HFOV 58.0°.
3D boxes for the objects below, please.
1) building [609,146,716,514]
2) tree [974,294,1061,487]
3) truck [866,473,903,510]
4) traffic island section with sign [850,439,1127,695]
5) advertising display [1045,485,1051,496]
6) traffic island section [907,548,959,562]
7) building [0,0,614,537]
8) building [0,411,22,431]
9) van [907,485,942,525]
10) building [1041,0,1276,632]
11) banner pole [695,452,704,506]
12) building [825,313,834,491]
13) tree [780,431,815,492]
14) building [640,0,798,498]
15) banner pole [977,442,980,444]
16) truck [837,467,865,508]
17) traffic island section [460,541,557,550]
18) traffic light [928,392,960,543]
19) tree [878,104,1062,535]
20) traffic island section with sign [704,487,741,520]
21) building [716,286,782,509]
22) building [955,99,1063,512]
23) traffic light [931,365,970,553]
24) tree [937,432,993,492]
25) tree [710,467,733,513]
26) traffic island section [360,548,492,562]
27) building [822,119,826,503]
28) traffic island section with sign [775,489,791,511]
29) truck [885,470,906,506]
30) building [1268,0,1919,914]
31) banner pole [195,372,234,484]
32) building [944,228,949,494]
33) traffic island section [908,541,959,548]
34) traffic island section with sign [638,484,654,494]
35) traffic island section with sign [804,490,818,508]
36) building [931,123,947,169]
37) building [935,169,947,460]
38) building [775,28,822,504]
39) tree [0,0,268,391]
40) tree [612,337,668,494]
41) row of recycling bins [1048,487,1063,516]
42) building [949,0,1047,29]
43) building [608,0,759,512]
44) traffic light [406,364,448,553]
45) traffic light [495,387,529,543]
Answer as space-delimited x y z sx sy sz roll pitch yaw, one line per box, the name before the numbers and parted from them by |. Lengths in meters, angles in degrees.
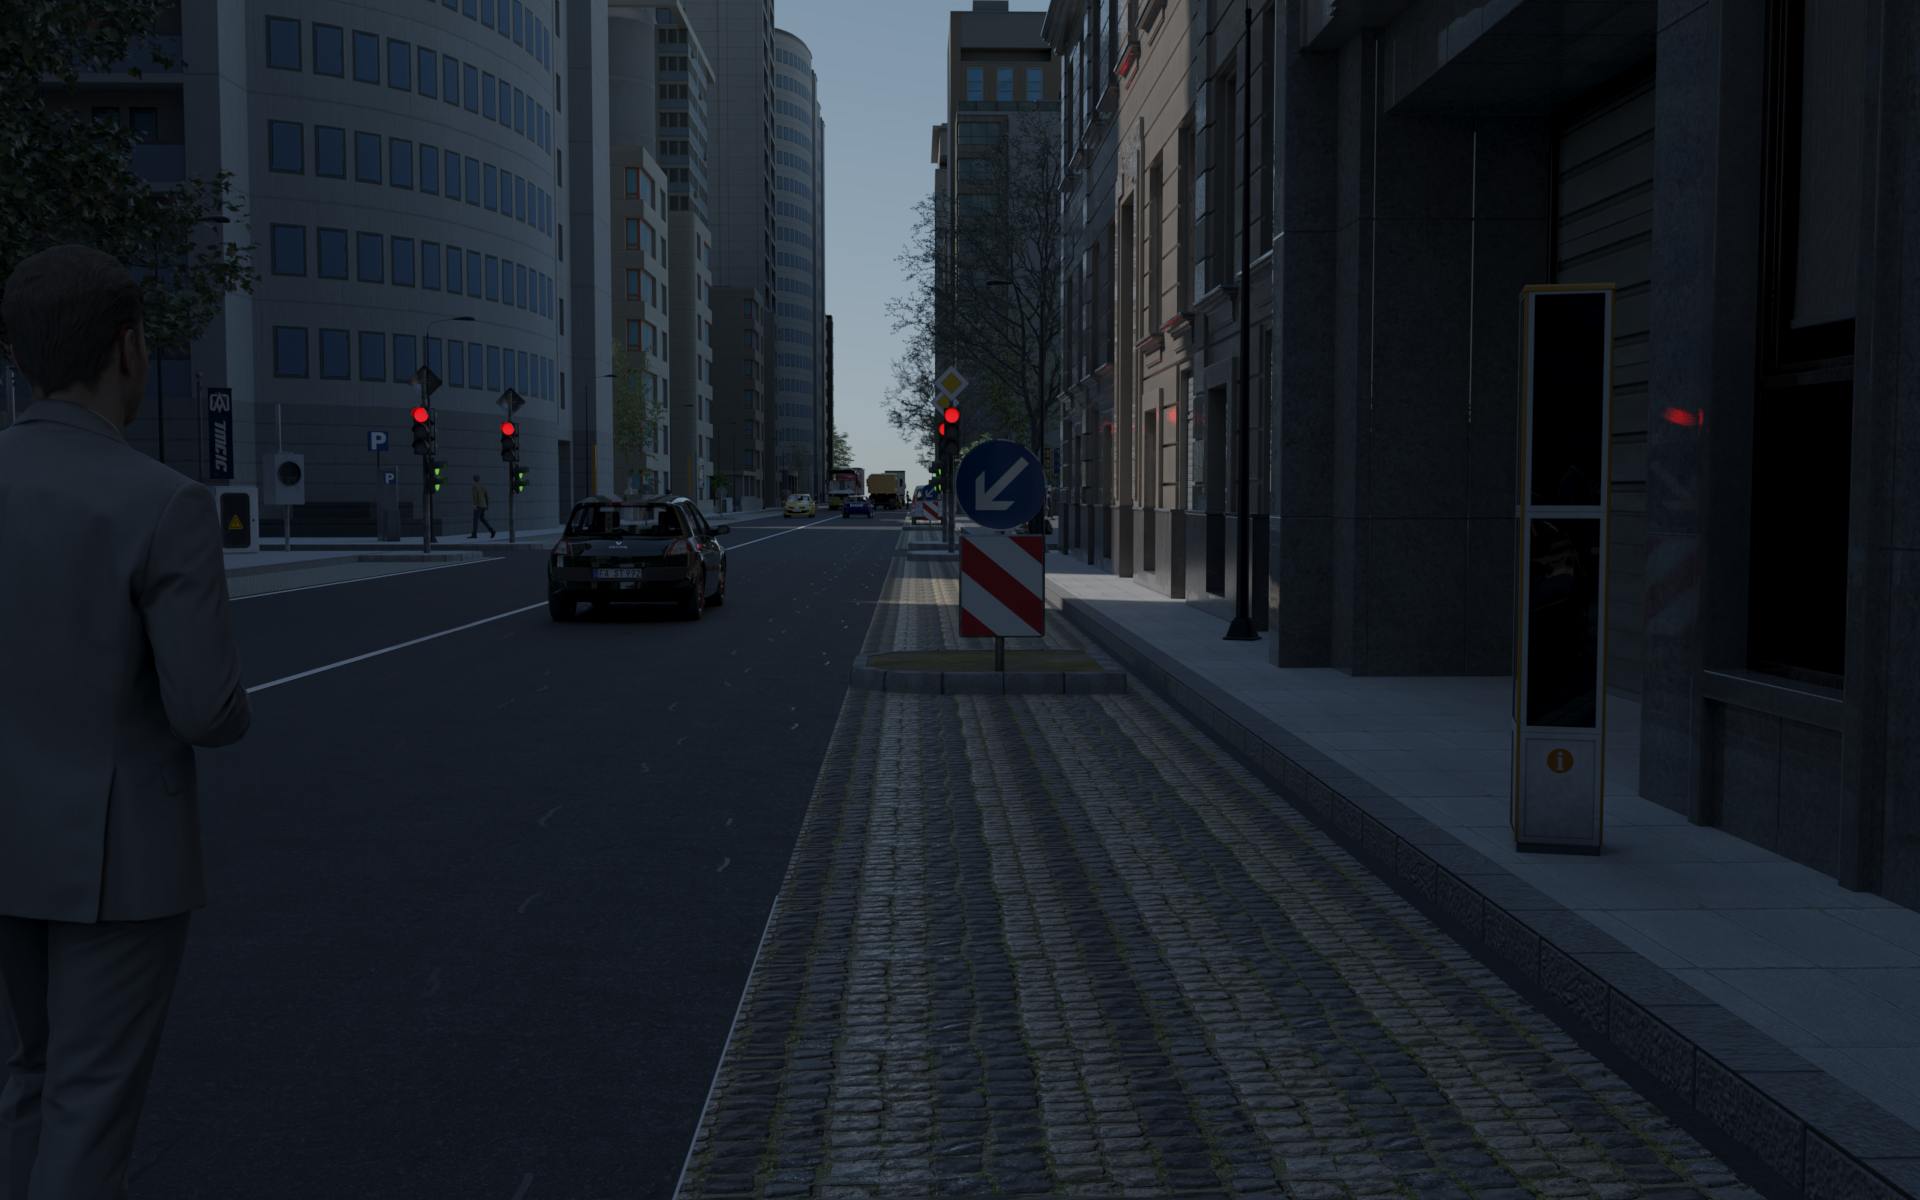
building | -29.923 -15.617 100.379 27.650 21.520 28.899 0 4 -2
tree | 2.255 -6.923 63.556 4.737 8.622 4.395 0 3 0
truck | -7.142 -10.113 161.266 3.469 3.379 9.791 0 4 -1
traffic island section with sign | 0.167 -0.281 13.228 1.989 1.847 2.006 0 4 -2
advertising display | 5.801 -6.802 116.432 0.974 1.923 0.123 1 4 18
traffic island section | -0.162 -0.957 37.933 2.009 0.180 2.903 0 4 -2
building | -25.551 -31.757 61.228 21.231 58.520 28.212 0 4 -2
building | -34.109 -22.764 26.809 28.867 44.769 22.147 0 4 -2
van | -1.465 -4.537 81.199 2.013 2.044 4.112 0 4 -1
building | 8.098 -13.930 25.019 12.463 27.353 25.104 0 4 -2
banner pole | -15.374 -6.857 102.125 0.401 3.779 0.863 3 5 41
building | -26.884 -30.382 268.447 14.160 30.474 14.107 0 4 -2
tree | -18.367 -15.123 197.618 4.360 8.622 3.978 0 3 0
building | -27.794 -45.504 182.243 20.563 71.187 20.611 0 4 -2
banner pole | 1.099 -5.668 82.690 0.863 3.779 0.401 0 4 -7
truck | -11.703 -11.944 184.204 2.839 4.237 11.283 0 4 0
traffic island section | -11.812 -1.427 45.618 2.009 0.180 2.903 0 4 -2
traffic light | -0.414 -3.479 45.801 0.839 4.253 0.868 0 4 -2
tree | 2.423 -8.791 54.097 12.009 13.543 11.850 0 3 0
traffic island section with sign | -13.136 -5.311 95.461 1.989 1.847 2.006 0 4 -2
building | -31.315 -19.185 158.709 27.650 21.520 28.899 0 4 -2
building | 6.611 -21.969 130.893 14.160 30.474 14.107 0 4 -2
traffic light | -0.203 -2.991 37.818 0.839 4.253 0.868 0 4 -2
tree | 1.334 -6.566 91.067 4.285 4.588 4.351 0 3 0
tree | -16.277 -7.546 117.970 1.663 3.219 1.824 0 3 0
traffic island section | -11.600 -0.939 37.636 2.009 0.180 2.903 0 4 -2
building | -30.350 -43.069 246.174 21.231 58.520 28.212 0 4 -2
traffic island section with sign | -14.467 -8.369 145.455 1.989 1.847 2.006 0 4 -2
truck | -7.927 -13.584 211.008 2.839 4.237 11.283 0 4 -2
building | 8.606 -11.291 2.626 12.078 24.808 19.932 0 4 -2
banner pole | -15.426 -2.798 35.772 0.863 3.779 0.401 -2 4 -28
building | 5.205 -25.532 189.156 14.160 30.474 14.107 0 4 -2
traffic island section | -0.374 -1.446 45.916 2.009 0.180 2.903 0 4 -2
traffic island section with sign | -12.423 -3.663 68.515 1.989 1.847 2.006 0 4 -2
traffic island section with sign | -15.185 -10.028 172.590 1.989 1.847 2.006 0 4 -2
building | 10.428 -39.918 241.892 28.713 52.752 27.495 0 4 -2
building | 3.782 -32.822 220.230 14.154 41.232 14.086 0 4 -2
building | -29.141 -41.321 217.600 21.231 58.520 28.212 0 4 -2
tree | -13.446 -6.294 19.921 9.611 12.733 9.660 0 3 0
tree | -15.417 -7.965 80.592 4.737 8.622 4.395 0 3 0
row of recycling bins | 6.225 -5.868 103.053 1.069 1.692 3.534 2 4 32
building | 5.866 -31.148 159.381 14.600 45.320 14.200 0 4 -2
building | -32.195 -26.901 131.709 32.217 40.220 23.993 0 4 -2
traffic light | -11.560 -2.971 37.502 0.839 4.253 0.868 0 4 -2
traffic light | -11.771 -3.460 45.485 0.839 4.253 0.868 0 4 -2
